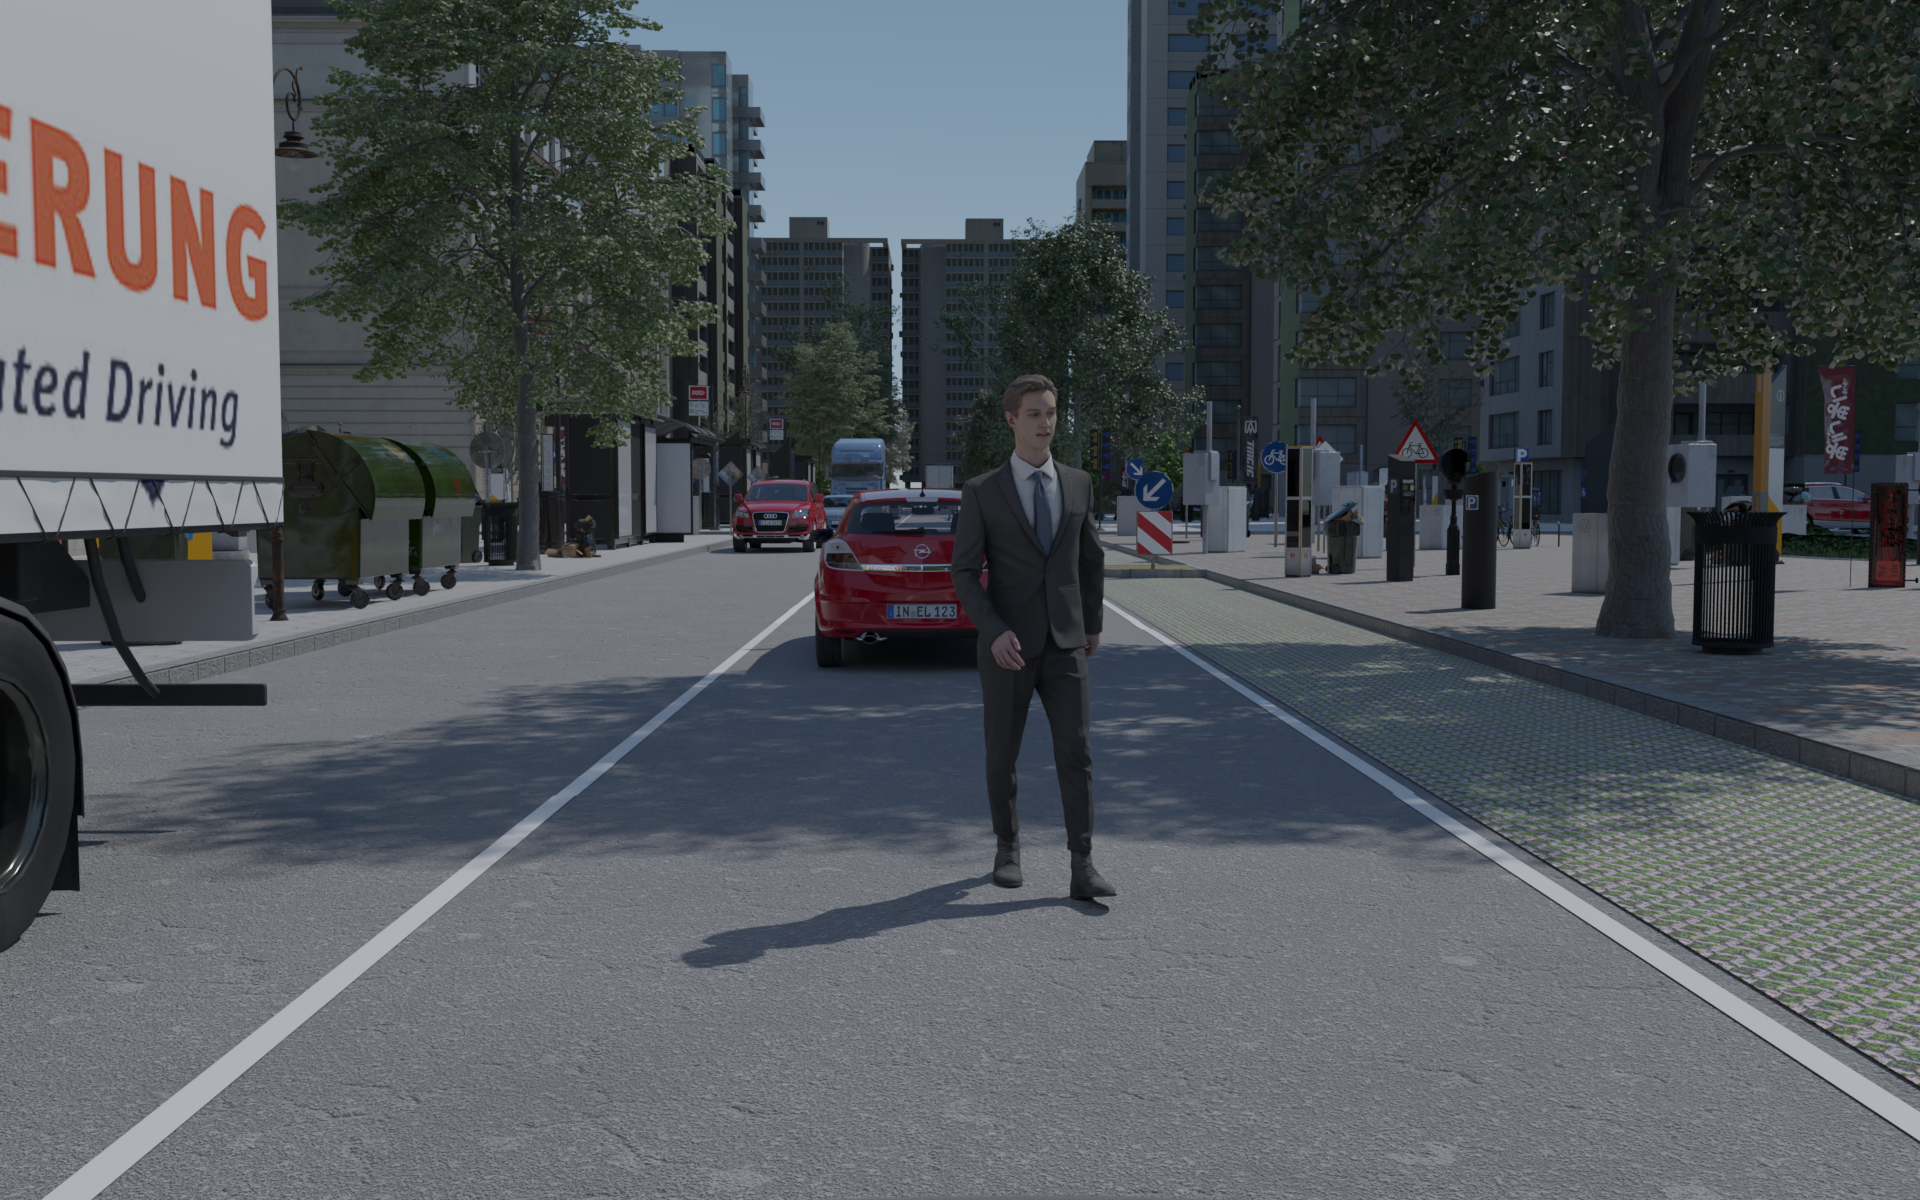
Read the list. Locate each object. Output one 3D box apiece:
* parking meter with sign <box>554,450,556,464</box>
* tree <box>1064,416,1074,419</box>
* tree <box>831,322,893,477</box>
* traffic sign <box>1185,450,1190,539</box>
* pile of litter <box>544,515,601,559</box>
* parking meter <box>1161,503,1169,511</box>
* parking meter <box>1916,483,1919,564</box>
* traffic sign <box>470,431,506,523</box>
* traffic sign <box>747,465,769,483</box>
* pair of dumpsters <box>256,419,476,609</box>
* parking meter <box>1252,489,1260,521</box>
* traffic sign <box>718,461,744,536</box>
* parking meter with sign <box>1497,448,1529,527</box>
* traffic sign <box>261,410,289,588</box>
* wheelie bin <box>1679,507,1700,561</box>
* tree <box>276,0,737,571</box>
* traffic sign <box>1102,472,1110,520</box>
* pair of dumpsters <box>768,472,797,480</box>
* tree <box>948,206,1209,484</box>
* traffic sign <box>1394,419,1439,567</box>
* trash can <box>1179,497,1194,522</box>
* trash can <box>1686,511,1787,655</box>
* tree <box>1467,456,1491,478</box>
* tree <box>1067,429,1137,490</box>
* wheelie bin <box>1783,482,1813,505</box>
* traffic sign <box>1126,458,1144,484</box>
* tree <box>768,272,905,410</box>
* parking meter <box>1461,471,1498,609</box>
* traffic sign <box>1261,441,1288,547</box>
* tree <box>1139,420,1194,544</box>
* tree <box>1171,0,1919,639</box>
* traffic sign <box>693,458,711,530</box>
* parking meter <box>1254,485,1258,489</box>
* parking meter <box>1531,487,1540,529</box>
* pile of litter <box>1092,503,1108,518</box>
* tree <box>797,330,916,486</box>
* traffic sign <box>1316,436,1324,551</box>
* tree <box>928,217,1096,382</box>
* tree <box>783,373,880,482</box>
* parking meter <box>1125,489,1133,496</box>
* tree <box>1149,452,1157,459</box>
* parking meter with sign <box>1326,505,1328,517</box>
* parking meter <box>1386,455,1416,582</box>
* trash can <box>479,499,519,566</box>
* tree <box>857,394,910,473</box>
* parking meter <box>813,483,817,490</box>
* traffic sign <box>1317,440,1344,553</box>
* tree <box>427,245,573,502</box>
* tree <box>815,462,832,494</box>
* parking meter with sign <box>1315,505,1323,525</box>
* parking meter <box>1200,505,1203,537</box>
[{"bbox_3d":[-16.623,-4.420,68.520,0.543,3.016,1.738,-3,5,-42],"label":"parking meter with sign"},{"bbox_3d":[4.653,-9.158,100.093,4.737,8.622,4.395,0,3,0],"label":"tree"},{"bbox_3d":[-8.238,-11.951,113.532,7.486,12.596,7.792,0,3,0],"label":"tree"},{"bbox_3d":[6.501,-3.036,49.650,0.884,2.594,0.081,0,4,7],"label":"traffic sign"},{"bbox_3d":[-7.858,-1.299,35.198,1.176,0.858,1.719,0,4,-3],"label":"pile of litter"},{"bbox_3d":[10.647,-4.983,89.884,0.372,1.533,0.369,0,3,0],"label":"parking meter"},{"bbox_3d":[17.660,-1.415,31.553,0.372,1.533,0.369,0,3,0],"label":"parking meter"},{"bbox_3d":[-9.600,-2.145,35.182,0.768,2.556,0.104,1,4,9],"label":"traffic sign"},{"bbox_3d":[-7.107,-3.500,60.866,0.795,2.450,0.064,0,4,-1],"label":"traffic sign"},{"bbox_3d":[-7.260,-1.146,21.228,1.574,2.255,4.437,0,4,-1],"label":"pair of dumpsters"},{"bbox_3d":[14.092,-4.533,82.532,0.372,1.533,0.369,0,3,0],"label":"parking meter"},{"bbox_3d":[-6.998,-3.012,52.882,0.795,2.450,0.064,0,4,-1],"label":"traffic sign"},{"bbox_3d":[21.238,-4.319,66.873,0.543,3.016,1.738,-1,4,-11],"label":"parking meter with sign"},{"bbox_3d":[-9.547,-1.442,23.682,0.768,2.556,0.104,0,4,5],"label":"traffic sign"},{"bbox_3d":[14.001,-1.571,33.586,0.693,1.594,0.980,2,4,34],"label":"wheelie bin"},{"bbox_3d":[-7.628,-6.786,29.071,7.486,12.596,7.792,0,3,0],"label":"tree"},{"bbox_3d":[7.205,-5.323,87.133,0.768,2.556,0.104,0,4,8],"label":"traffic sign"},{"bbox_3d":[-7.820,-4.517,76.340,1.574,2.255,4.437,0,4,-1],"label":"pair of dumpsters"},{"bbox_3d":[4.766,-9.326,69.486,9.611,12.733,9.660,0,3,0],"label":"tree"},{"bbox_3d":[7.928,-1.848,30.223,0.884,2.594,0.081,1,4,8],"label":"traffic sign"},{"bbox_3d":[10.391,-4.135,79.257,0.748,1.137,0.748,0,3,0],"label":"trash can"},{"bbox_3d":[6.244,-0.141,13.967,0.748,1.137,0.748,0,3,0],"label":"trash can"},{"bbox_3d":[25.722,-5.599,86.148,1.663,3.219,1.824,0,3,0],"label":"tree"},{"bbox_3d":[5.490,-5.825,78.949,4.285,4.588,4.351,0,3,0],"label":"tree"},{"bbox_3d":[21.803,-2.293,45.393,0.980,1.594,0.693,2,4,26],"label":"wheelie bin"},{"bbox_3d":[6.280,-3.765,61.656,0.768,2.556,0.104,0,4,7],"label":"traffic sign"},{"bbox_3d":[-10.875,-18.023,150.565,12.611,20.169,13.585,0,3,0],"label":"tree"},{"bbox_3d":[5.817,-0.672,19.393,0.372,1.533,0.369,0,3,0],"label":"parking meter"},{"bbox_3d":[7.637,-2.551,41.821,0.768,2.556,0.104,0,4,5],"label":"traffic sign"},{"bbox_3d":[5.393,-3.101,45.303,1.663,3.219,1.824,0,3,0],"label":"tree"},{"bbox_3d":[6.231,-6.644,15.279,9.857,13.997,8.962,0,3,0],"label":"tree"},{"bbox_3d":[-9.223,-3.753,61.473,0.768,2.556,0.104,0,4,4],"label":"traffic sign"},{"bbox_3d":[18.736,-6.330,109.210,0.399,1.863,0.255,2,4,27],"label":"parking meter"},{"bbox_3d":[21.276,-3.406,64.100,0.372,1.533,0.369,0,3,0],"label":"parking meter"},{"bbox_3d":[7.454,-4.915,94.329,1.176,0.858,1.719,0,4,4],"label":"pile of litter"},{"bbox_3d":[-8.985,-14.032,136.072,9.857,13.997,8.962,0,3,0],"label":"tree"},{"bbox_3d":[8.015,-2.365,38.665,0.884,2.594,0.081,0,4,7],"label":"traffic sign"},{"bbox_3d":[4.064,-16.241,121.433,12.611,20.169,13.585,0,3,0],"label":"tree"},{"bbox_3d":[-9.060,-11.565,123.505,7.601,10.594,8.767,-2,4,-35],"label":"tree"},{"bbox_3d":[7.875,-4.423,80.725,0.372,1.533,0.369,0,3,0],"label":"parking meter"},{"bbox_3d":[12.509,-7.818,111.534,4.285,4.588,4.351,0,3,0],"label":"tree"},{"bbox_3d":[19.053,-5.795,91.008,0.543,3.016,1.738,0,4,-4],"label":"parking meter with sign"},{"bbox_3d":[6.487,-1.209,25.474,0.255,1.863,0.399,-1,4,-20],"label":"parking meter"},{"bbox_3d":[-8.248,-1.189,31.099,0.748,1.137,0.748,0,3,0],"label":"trash can"},{"bbox_3d":[-10.535,-17.274,192.798,12.009,13.543,11.850,0,3,0],"label":"tree"},{"bbox_3d":[-7.673,-5.206,90.834,0.255,1.863,0.399,1,4,19],"label":"parking meter"},{"bbox_3d":[7.877,-2.216,37.419,0.795,2.450,0.064,0,4,2],"label":"traffic sign"},{"bbox_3d":[-13.402,-6.145,50.832,4.360,8.622,3.978,0,3,0],"label":"tree"},{"bbox_3d":[-8.338,-6.735,104.726,1.663,3.219,1.824,0,3,0],"label":"tree"},{"bbox_3d":[14.627,-4.678,72.738,0.543,3.016,1.738,-1,4,-11],"label":"parking meter with sign"},{"bbox_3d":[7.341,-2.635,51.489,0.372,1.533,0.369,0,3,0],"label":"parking meter"}]
